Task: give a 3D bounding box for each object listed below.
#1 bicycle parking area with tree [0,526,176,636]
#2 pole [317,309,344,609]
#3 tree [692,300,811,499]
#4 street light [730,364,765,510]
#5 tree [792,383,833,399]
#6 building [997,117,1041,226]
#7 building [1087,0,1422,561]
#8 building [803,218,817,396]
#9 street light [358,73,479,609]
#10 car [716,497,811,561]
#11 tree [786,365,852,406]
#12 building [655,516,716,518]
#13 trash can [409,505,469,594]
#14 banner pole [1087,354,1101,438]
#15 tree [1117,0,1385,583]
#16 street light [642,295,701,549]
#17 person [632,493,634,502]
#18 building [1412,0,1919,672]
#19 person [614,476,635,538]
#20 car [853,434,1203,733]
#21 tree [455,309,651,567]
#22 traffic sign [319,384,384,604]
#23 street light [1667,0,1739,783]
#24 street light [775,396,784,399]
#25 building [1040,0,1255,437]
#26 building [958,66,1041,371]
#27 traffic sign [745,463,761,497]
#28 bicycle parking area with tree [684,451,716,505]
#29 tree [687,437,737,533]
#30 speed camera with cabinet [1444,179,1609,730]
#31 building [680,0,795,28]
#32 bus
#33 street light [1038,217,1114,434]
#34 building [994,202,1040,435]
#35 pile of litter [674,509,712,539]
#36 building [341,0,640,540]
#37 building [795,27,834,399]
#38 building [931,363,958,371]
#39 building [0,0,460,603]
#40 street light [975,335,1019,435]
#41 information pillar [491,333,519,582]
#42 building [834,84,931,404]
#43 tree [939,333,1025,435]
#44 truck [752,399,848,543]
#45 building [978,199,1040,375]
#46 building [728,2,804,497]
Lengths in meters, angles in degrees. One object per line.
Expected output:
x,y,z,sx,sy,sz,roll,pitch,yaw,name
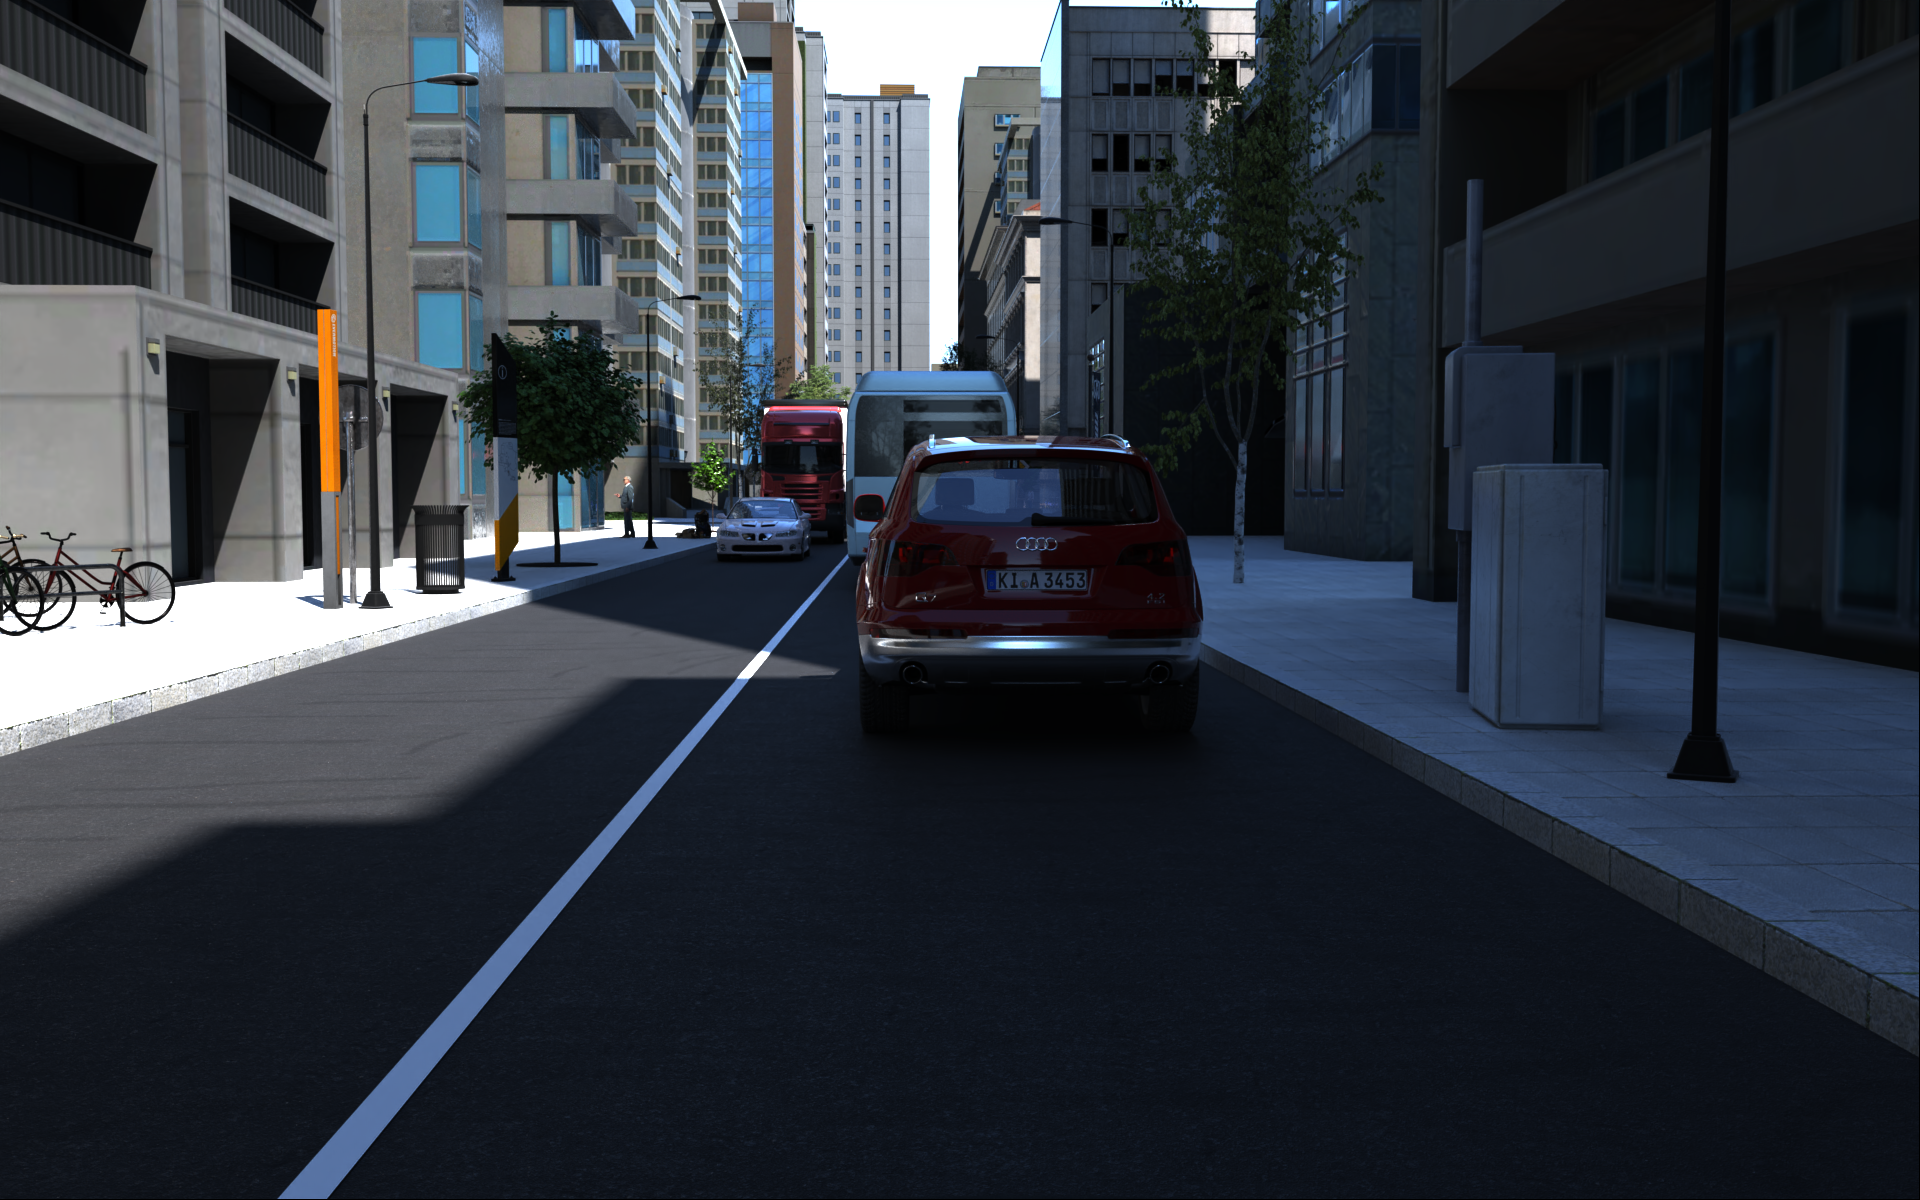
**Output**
-12.639,-1.727,15.242,8.231,4.147,9.016,3,4,39,bicycle parking area with tree
-7.006,-1.555,19.268,0.158,3.312,0.155,0,3,0,pole
-8.147,-7.066,65.889,4.360,8.622,3.978,0,3,0,tree
-7.622,-5.456,61.740,1.470,5.913,1.316,0,4,-2,street light
-10.002,-10.113,115.712,4.737,8.622,4.395,0,3,0,tree
16.623,-29.309,171.091,32.217,40.220,23.993,0,4,-2,building
16.334,-44.858,46.103,22.319,86.520,31.000,0,4,-2,building
-22.017,-24.818,177.473,14.160,30.474,14.107,0,4,-2,building
-6.014,-2.858,19.267,1.470,5.913,1.316,0,4,-2,street light
-4.333,-1.607,38.629,2.083,1.381,4.827,0,4,-2,car
-12.466,-14.268,151.410,7.486,12.596,7.792,0,3,0,tree
-28.870,-24.852,98.219,32.217,40.220,23.993,0,4,-2,building
-6.699,-0.652,22.313,0.748,1.137,0.748,0,3,0,trash can
2.418,-2.522,31.253,0.401,3.779,0.863,1,4,21,banner pole
4.065,-4.564,24.979,4.737,8.622,4.395,0,3,0,tree
-6.732,-4.158,40.521,1.470,5.913,1.316,0,4,-2,street light
-14.323,-4.046,74.913,0.793,1.790,0.793,0,4,-7,person
16.601,-23.617,9.845,21.300,48.544,21.600,0,4,-2,building
-9.821,-2.726,50.796,0.590,1.801,0.661,-1,4,-19,person
0.378,-0.200,11.948,2.281,1.827,5.304,0,4,-1,car
-7.268,-2.894,31.027,4.285,4.588,4.351,0,3,0,tree
-7.089,-1.227,20.167,0.768,2.556,0.104,0,4,3,traffic sign
2.832,-2.149,7.671,1.470,5.913,1.316,0,4,-2,street light
-8.136,-6.611,80.626,1.470,5.913,1.316,0,4,-2,street light
14.536,-16.593,89.310,19.932,24.808,12.078,0,4,-2,building
10.734,-34.864,193.731,21.300,48.544,21.600,0,4,-2,building
-8.473,-4.349,71.212,0.768,2.556,0.104,0,4,6,traffic sign
-20.757,-7.859,115.502,8.231,4.147,9.016,1,4,22,bicycle parking area with tree
-8.200,-3.888,58.167,1.663,3.219,1.824,0,3,0,tree
3.340,-0.976,10.301,0.660,3.252,2.038,0,4,8,speed camera with cabinet
-26.611,-46.187,193.410,20.563,71.187,20.611,0,4,-2,building
-0.495,-2.303,32.513,2.948,3.499,13.247,0,4,-1,bus
2.016,-3.467,29.229,1.470,5.913,1.316,0,4,-2,street light
8.650,-17.102,115.767,11.583,22.565,21.152,0,4,-2,building
-7.761,-2.227,50.378,1.176,0.858,1.719,1,4,12,pile of litter
-26.667,-26.707,56.263,30.456,49.044,23.786,0,4,-2,building
-30.774,-41.303,217.297,28.212,58.520,21.231,0,4,-2,building
10.169,-25.210,257.225,28.899,21.520,27.650,0,4,-2,building
-20.205,-36.086,28.261,20.563,71.187,20.611,0,4,-2,building
1.153,-4.779,50.683,1.470,5.913,1.316,0,4,-2,street light
-6.688,-2.086,25.454,0.183,3.616,0.504,1,4,22,information pillar
-18.546,-43.416,251.855,28.212,58.520,21.231,0,4,-2,building
0.417,-10.171,100.713,7.601,10.594,8.767,1,4,8,tree
-4.673,-3.954,53.554,2.839,4.237,11.283,0,4,-3,truck
10.145,-18.844,141.380,16.112,22.955,30.059,0,4,-2,building
-22.014,-31.336,162.450,14.600,45.320,14.200,0,4,-2,building
